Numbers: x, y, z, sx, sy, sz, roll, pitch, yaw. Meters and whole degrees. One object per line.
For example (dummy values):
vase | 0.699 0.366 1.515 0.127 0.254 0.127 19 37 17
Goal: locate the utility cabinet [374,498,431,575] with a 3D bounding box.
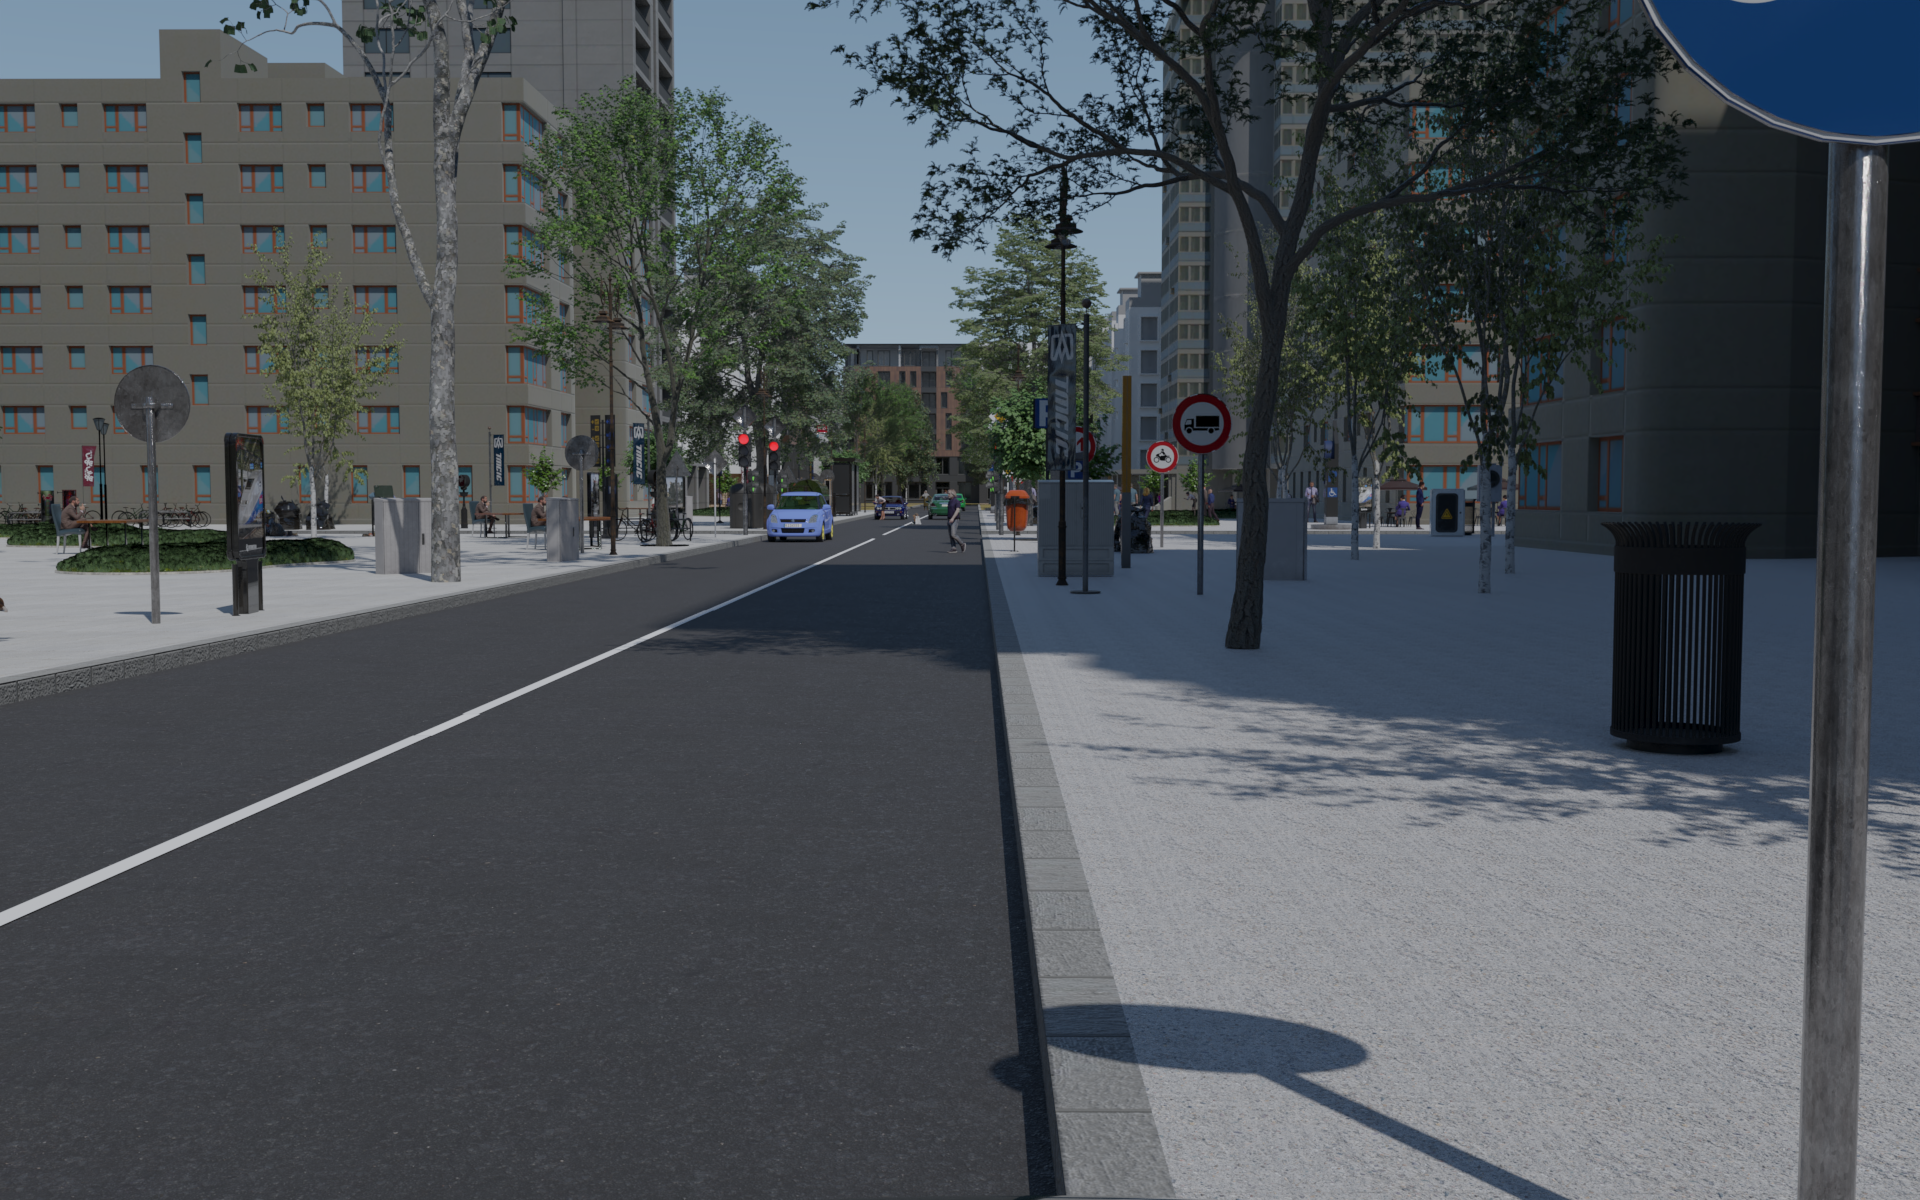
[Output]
utility cabinet | -8.927 -1.031 28.015 0.306 1.237 1.020 3 5 42

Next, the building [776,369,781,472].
building | -25.183 -18.928 165.897 16.016 20.091 11.380 0 4 1

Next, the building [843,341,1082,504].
building | 0.513 -24.556 245.466 32.646 21.610 27.936 0 4 1

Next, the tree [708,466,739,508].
tree | -13.994 -6.698 104.108 1.663 3.219 1.824 0 3 0

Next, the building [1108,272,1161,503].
building | 21.758 -18.139 153.000 16.016 20.091 11.380 0 4 1

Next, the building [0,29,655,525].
building | -31.779 -14.784 86.751 27.650 21.520 28.899 0 4 1

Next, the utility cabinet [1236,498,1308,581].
utility cabinet | 4.667 -0.903 25.926 1.020 1.237 0.306 1 4 20

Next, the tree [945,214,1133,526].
tree | 3.146 -9.245 69.286 7.486 12.596 7.792 0 3 0

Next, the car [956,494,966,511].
car | -0.441 -8.387 145.927 1.959 1.807 4.718 0 3 0

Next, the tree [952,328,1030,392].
tree | 5.076 -20.816 196.230 12.611 20.169 13.585 0 3 0

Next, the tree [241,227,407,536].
tree | -17.939 -5.990 48.298 4.737 8.622 4.395 0 3 0

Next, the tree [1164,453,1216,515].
tree | 11.083 -5.377 82.510 1.663 3.219 1.824 0 3 0

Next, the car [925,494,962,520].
car | -0.907 -5.312 98.657 2.131 1.459 4.920 0 4 -1

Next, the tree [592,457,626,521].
tree | -16.843 -5.402 82.925 1.663 3.219 1.824 0 3 0

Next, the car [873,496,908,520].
car | -3.886 -5.223 97.970 1.945 1.354 3.894 0 4 2

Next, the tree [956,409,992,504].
tree | 3.860 -18.773 213.588 9.857 13.997 8.962 0 3 0

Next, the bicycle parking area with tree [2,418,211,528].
bicycle parking area with tree | -33.552 -4.920 67.449 9.016 4.147 8.231 -1 4 -11

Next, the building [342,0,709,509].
building | -28.272 -41.568 117.896 20.563 71.187 20.611 0 4 1

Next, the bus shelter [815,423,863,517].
bus shelter | -7.069 -7.543 100.954 2.179 5.291 8.768 0 4 1

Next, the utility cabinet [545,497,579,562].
utility cabinet | -7.624 -1.353 33.280 0.306 1.237 1.020 0 4 8

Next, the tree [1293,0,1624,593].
tree | 6.561 -4.392 22.175 4.360 8.622 3.978 0 3 0

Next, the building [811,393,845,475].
building | -31.628 -22.857 240.162 31.486 18.905 16.747 0 4 1

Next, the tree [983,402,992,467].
tree | 2.845 -10.311 118.943 4.737 8.622 4.395 0 3 0

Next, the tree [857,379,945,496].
tree | -6.076 -15.590 171.911 9.611 12.733 9.660 0 3 0

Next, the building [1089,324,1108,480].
building | 22.520 -19.544 185.999 16.747 18.905 31.486 0 4 1

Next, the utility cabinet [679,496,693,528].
utility cabinet | -10.433 -3.314 65.337 0.306 1.237 1.020 -3 4 -36

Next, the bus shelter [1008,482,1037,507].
bus shelter | 3.625 -6.498 100.166 2.014 3.302 5.546 0 4 1

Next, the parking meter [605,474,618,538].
parking meter | -10.145 -2.725 50.260 0.399 1.863 0.255 -2 4 -28

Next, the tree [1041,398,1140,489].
tree | 2.367 -2.480 35.157 1.663 3.219 1.824 0 3 0

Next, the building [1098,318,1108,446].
building | 21.265 -18.835 164.363 16.016 20.091 11.380 0 4 1

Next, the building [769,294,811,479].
building | -33.369 -21.080 188.637 32.646 21.610 27.936 0 4 1

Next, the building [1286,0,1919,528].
building | 33.074 -14.697 85.337 28.899 21.520 27.650 0 4 1

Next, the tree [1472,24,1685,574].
tree | 9.116 -4.729 27.689 4.737 8.622 4.395 0 3 0

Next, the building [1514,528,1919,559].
building | 27.298 -11.190 27.990 27.650 21.520 28.899 0 4 1

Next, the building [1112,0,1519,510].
building | 27.414 -26.453 124.394 32.217 40.220 23.993 0 4 1

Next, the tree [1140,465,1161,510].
tree | 10.756 -6.212 96.175 1.663 3.219 1.824 0 3 0

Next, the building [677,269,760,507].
building | -25.522 -17.538 143.171 16.016 20.091 11.380 0 4 1

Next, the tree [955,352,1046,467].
tree | 3.623 -12.299 126.842 9.928 11.665 9.643 0 3 0

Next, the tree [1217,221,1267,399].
tree | 8.795 -5.870 46.329 4.360 8.622 3.978 0 3 0

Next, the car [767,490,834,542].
car | -4.865 -2.647 52.868 1.945 1.707 3.694 0 4 2

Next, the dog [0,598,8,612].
dog | -10.740 -0.072 18.910 0.550 0.427 0.748 -3 5 -40

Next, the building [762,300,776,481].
building | -25.353 -18.234 154.539 16.016 20.091 11.380 0 4 1

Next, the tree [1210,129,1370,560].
tree | 7.888 -5.082 33.449 4.737 8.622 4.395 0 3 0

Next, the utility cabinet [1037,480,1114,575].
utility cabinet | 1.802 -1.120 26.989 1.173 1.500 0.318 0 4 -1

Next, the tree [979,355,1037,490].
tree | 3.012 -8.490 89.168 4.360 8.622 3.978 0 3 0

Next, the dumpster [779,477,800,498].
dumpster | -9.366 -5.735 96.260 1.502 2.255 1.985 0 4 1

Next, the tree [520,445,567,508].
tree | -16.308 -4.511 68.360 1.663 3.219 1.824 0 3 0

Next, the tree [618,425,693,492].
tree | -13.974 -5.830 79.027 4.285 4.588 4.351 0 3 0
